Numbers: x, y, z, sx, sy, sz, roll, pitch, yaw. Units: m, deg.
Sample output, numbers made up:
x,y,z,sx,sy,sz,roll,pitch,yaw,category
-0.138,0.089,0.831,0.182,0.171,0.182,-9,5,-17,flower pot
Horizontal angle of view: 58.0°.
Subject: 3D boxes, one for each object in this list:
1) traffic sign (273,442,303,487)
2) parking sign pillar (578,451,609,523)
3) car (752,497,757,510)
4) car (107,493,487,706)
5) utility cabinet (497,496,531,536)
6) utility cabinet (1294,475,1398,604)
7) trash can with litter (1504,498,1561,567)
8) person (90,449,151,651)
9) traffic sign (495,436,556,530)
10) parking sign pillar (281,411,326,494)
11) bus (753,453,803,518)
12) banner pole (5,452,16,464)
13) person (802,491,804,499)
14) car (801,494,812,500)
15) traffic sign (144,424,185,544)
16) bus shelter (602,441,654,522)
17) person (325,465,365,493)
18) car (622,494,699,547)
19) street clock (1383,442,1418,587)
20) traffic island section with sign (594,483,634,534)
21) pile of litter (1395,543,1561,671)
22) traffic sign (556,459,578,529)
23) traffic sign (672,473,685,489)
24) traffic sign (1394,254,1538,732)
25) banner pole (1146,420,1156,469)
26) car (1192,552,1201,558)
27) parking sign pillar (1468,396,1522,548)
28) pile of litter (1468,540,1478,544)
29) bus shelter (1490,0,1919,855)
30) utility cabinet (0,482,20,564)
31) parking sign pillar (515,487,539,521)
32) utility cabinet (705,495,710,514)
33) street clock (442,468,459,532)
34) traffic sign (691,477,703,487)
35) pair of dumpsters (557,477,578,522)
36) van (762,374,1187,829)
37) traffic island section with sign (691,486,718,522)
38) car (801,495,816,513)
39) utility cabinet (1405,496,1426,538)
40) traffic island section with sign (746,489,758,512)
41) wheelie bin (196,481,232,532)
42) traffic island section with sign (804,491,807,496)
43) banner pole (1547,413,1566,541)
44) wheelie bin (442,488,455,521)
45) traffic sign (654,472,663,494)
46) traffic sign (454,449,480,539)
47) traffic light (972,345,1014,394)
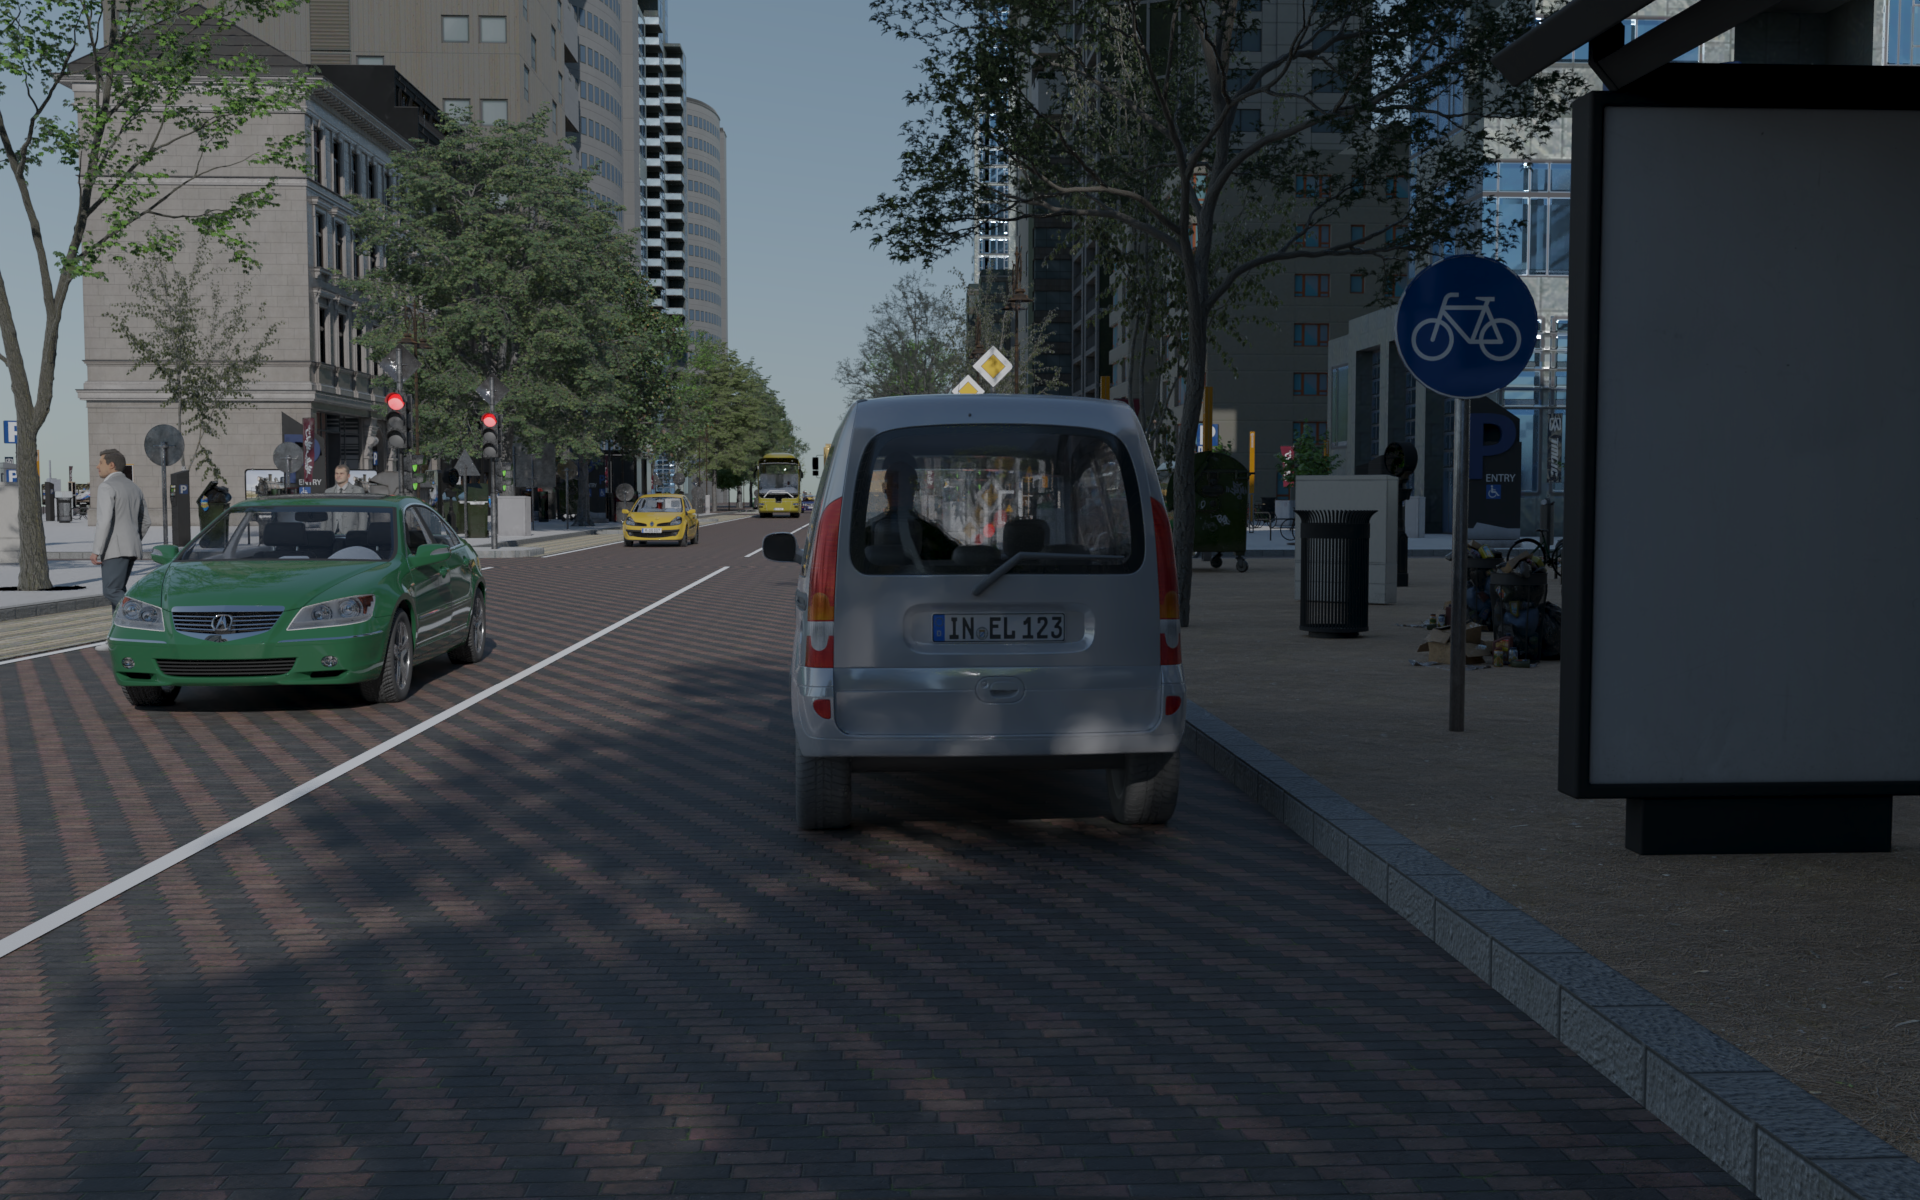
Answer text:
x,y,z,sx,sy,sz,roll,pitch,yaw,category
-16.357,-2.574,42.198,0.768,2.556,0.104,0,4,2,traffic sign
-16.284,-5.386,76.536,1.447,3.967,1.447,2,4,33,parking sign pillar
-16.308,-8.308,144.624,1.959,1.807,4.718,0,4,-2,car
-4.869,-0.092,13.306,2.131,1.459,4.920,0,4,-5,car
-13.671,-2.568,53.152,1.020,1.237,0.306,1,4,20,utility cabinet
4.540,-0.715,20.365,1.173,1.500,0.318,3,5,40,utility cabinet
10.612,-1.251,31.516,1.678,1.210,2.233,1,4,13,trash can with litter
-7.557,-0.451,15.721,0.795,1.843,0.661,1,4,9,person
-15.388,-4.109,61.052,2.265,3.308,0.079,0,4,1,traffic sign
-21.428,-4.166,56.590,1.447,3.967,1.447,-1,4,-22,parking sign pillar
-11.096,-7.061,106.992,2.896,3.916,12.252,0,4,-5,bus
-55.850,-6.858,102.139,0.863,3.779,0.401,-1,4,-19,banner pole
-21.257,-13.880,235.417,0.705,1.826,1.348,1,4,10,person
-22.308,-14.965,254.894,2.015,1.641,3.980,0,4,-4,car
-14.501,-1.924,31.569,0.768,2.556,0.104,0,4,5,traffic sign
-16.287,-6.477,83.535,2.179,5.291,8.768,0,4,-3,bus shelter
-8.016,-0.843,22.383,0.694,1.812,0.767,0,4,5,person
-8.309,-2.325,48.242,2.015,1.641,3.980,0,4,-2,car
6.090,-1.188,23.986,0.358,2.002,0.471,-2,4,-24,street clock
-12.081,-3.294,62.486,1.989,1.847,2.006,0,4,-3,traffic island section with sign
4.042,0.039,13.325,1.719,0.858,1.176,-2,4,-34,pile of litter
-14.303,-3.850,63.060,0.768,2.556,0.104,0,4,-2,traffic sign
-16.628,-6.261,102.474,0.768,2.556,0.104,0,4,-1,traffic sign
2.691,-0.563,9.305,0.768,2.556,0.104,0,4,0,traffic sign
6.364,-4.172,58.229,0.863,3.779,0.401,-3,4,-36,banner pole
3.321,-1.713,36.811,4.718,1.807,1.959,0,4,-3,car
12.840,-3.261,41.783,1.447,3.967,1.447,0,4,7,parking sign pillar
5.009,-0.152,16.449,1.176,0.858,1.719,-2,4,-33,pile of litter
3.085,-0.594,3.639,2.014,3.302,5.546,0,4,-3,bus shelter
-17.423,-1.401,31.590,1.173,1.500,0.318,-2,4,-25,utility cabinet
-20.949,-5.812,83.500,1.447,3.967,1.447,2,4,28,parking sign pillar
-16.555,-6.258,113.476,0.306,1.237,1.020,-1,4,-10,utility cabinet
-14.152,-2.666,48.163,0.358,2.002,0.471,2,4,24,street clock
-17.236,-6.878,113.640,0.795,2.450,0.064,0,4,4,traffic sign
-18.184,-4.903,82.657,1.574,2.255,4.437,0,4,-3,pair of dumpsters
-0.012,-0.111,8.821,2.013,2.044,4.112,0,4,-5,van
-13.560,-4.961,89.734,1.989,1.847,2.006,0,4,-3,traffic island section with sign
-11.236,-7.267,131.398,1.945,1.354,3.894,0,4,-5,car
13.161,-2.424,50.801,0.306,1.237,1.020,-2,4,-34,utility cabinet
-16.311,-8.050,140.245,1.989,1.847,2.006,0,4,-3,traffic island section with sign
-17.776,-2.044,41.327,0.693,1.594,0.980,-1,4,-10,wheelie bin
-22.261,-14.735,249.541,1.989,1.847,2.006,0,4,-3,traffic island section with sign
16.294,-3.491,47.088,0.401,3.779,0.863,-2,4,-35,banner pole
-16.205,-2.918,55.625,0.693,1.594,0.980,1,4,21,wheelie bin
-18.128,-6.307,103.121,0.884,2.594,0.081,0,4,3,traffic sign
-14.216,-3.044,49.768,0.884,2.594,0.081,0,4,4,traffic sign
0.606,-2.687,32.850,0.839,4.253,0.868,0,4,-3,traffic light
